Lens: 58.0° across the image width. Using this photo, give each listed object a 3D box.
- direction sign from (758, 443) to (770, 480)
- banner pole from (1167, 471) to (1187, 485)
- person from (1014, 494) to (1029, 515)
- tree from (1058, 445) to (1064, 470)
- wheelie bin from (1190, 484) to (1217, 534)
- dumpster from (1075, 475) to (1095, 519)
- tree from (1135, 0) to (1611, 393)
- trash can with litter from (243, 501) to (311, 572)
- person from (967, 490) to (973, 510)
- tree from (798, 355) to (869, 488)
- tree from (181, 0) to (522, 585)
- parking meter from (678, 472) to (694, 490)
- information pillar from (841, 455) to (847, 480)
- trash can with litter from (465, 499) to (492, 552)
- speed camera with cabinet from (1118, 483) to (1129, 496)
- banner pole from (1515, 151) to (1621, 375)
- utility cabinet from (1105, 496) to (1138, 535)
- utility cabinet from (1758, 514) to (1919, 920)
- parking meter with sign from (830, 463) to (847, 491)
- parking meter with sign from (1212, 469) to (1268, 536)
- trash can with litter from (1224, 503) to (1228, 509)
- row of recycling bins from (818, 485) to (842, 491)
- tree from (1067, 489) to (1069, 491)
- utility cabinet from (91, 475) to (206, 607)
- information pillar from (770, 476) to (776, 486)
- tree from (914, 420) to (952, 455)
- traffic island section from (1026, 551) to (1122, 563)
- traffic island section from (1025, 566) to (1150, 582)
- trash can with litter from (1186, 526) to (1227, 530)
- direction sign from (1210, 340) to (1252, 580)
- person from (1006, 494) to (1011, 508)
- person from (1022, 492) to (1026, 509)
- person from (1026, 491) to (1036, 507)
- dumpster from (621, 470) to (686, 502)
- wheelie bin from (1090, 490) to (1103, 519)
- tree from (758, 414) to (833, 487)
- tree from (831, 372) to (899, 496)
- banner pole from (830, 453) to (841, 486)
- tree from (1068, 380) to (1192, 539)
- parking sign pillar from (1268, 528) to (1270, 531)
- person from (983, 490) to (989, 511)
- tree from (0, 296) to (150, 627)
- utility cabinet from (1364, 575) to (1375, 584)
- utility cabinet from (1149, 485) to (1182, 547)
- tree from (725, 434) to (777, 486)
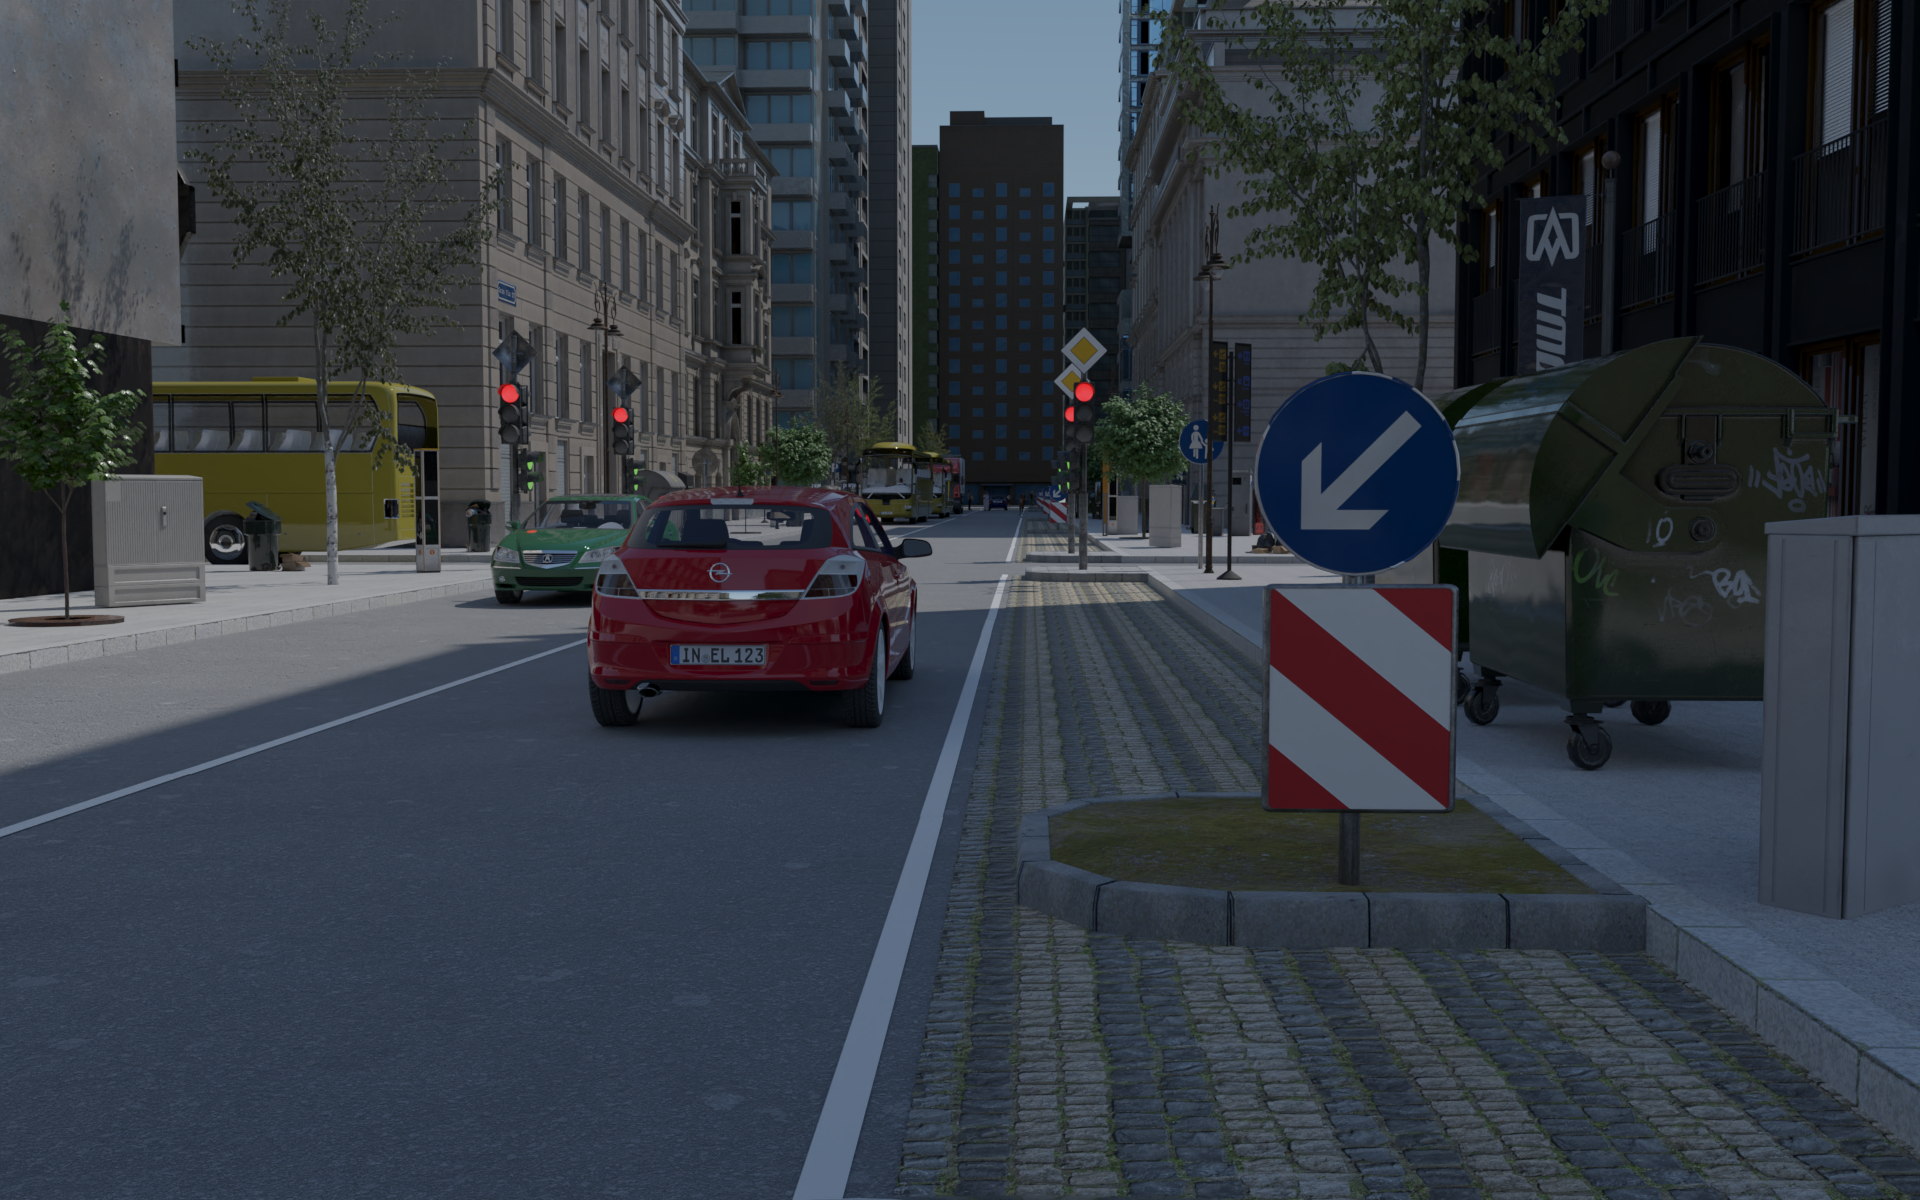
[{"bbox_3d":[-8.710,-5.209,77.158,0.379,3.537,0.876,-3,5,-42],"label":"direction sign"},{"bbox_3d":[7.428,-4.268,59.801,0.863,3.779,0.401,1,4,9],"label":"banner pole"},{"bbox_3d":[4.172,-6.481,117.729,1.065,1.426,0.557,1,4,18],"label":"person"},{"bbox_3d":[6.821,-6.834,95.445,4.285,4.588,4.351,0,3,0],"label":"tree"},{"bbox_3d":[7.870,-2.943,56.026,0.980,1.594,0.693,3,4,38],"label":"wheelie bin"},{"bbox_3d":[6.632,-5.377,90.411,1.502,2.255,1.985,0,4,2],"label":"dumpster"},{"bbox_3d":[4.151,-4.055,16.661,4.737,8.622,4.395,0,3,0],"label":"tree"},{"bbox_3d":[-11.385,-1.072,28.910,1.055,1.170,0.624,0,4,4],"label":"trash can with litter"},{"bbox_3d":[0.902,-9.048,156.437,0.705,1.823,1.348,1,4,17],"label":"person"},{"bbox_3d":[-6.841,-8.675,92.193,4.360,8.622,3.978,0,3,0],"label":"tree"},{"bbox_3d":[-8.638,-4.518,24.237,4.360,8.622,3.978,0,3,0],"label":"tree"},{"bbox_3d":[-7.106,-2.401,44.975,0.399,1.863,0.255,3,4,37],"label":"parking meter"},{"bbox_3d":[-6.869,-6.807,102.641,0.504,3.616,0.183,1,4,11],"label":"information pillar"},{"bbox_3d":[-10.752,-1.649,38.347,0.624,1.170,1.055,-2,4,-31],"label":"trash can with litter"},{"bbox_3d":[7.202,-5.199,79.334,0.660,3.252,2.038,1,4,21],"label":"speed camera with cabinet"},{"bbox_3d":[4.538,-1.396,12.837,0.863,3.779,0.401,1,4,21],"label":"banner pole"},{"bbox_3d":[5.099,-2.660,54.655,1.020,1.237,0.306,0,4,1],"label":"utility cabinet"},{"bbox_3d":[2.986,0.341,5.583,1.020,1.237,0.306,-2,4,-35],"label":"utility cabinet"},{"bbox_3d":[-6.556,-6.094,95.906,0.543,3.016,1.738,-2,4,-32],"label":"parking meter with sign"},{"bbox_3d":[8.526,-3.456,52.771,1.738,3.016,0.543,1,4,19],"label":"parking meter with sign"},{"bbox_3d":[9.107,-2.768,56.643,0.624,1.170,1.055,2,4,32],"label":"trash can with litter"},{"bbox_3d":[-6.065,-4.535,81.258,1.069,1.692,3.534,0,4,3],"label":"row of recycling bins"},{"bbox_3d":[9.067,-8.712,137.039,1.663,3.219,1.824,0,3,0],"label":"tree"},{"bbox_3d":[-9.302,-0.686,19.895,0.318,1.500,1.173,2,4,35],"label":"utility cabinet"},{"bbox_3d":[-7.125,-3.781,66.319,0.304,2.012,0.304,0,4,-8],"label":"information pillar"},{"bbox_3d":[-2.606,-13.562,172.103,4.737,8.622,4.395,0,3,0],"label":"tree"},{"bbox_3d":[2.424,-0.921,37.347,2.009,0.180,2.903,0,4,2],"label":"traffic island section"},{"bbox_3d":[2.108,-0.433,29.368,2.009,0.180,2.903,0,4,2],"label":"traffic island section"},{"bbox_3d":[8.710,-3.149,62.547,1.678,1.210,2.233,0,4,1],"label":"trash can with litter"},{"bbox_3d":[4.039,-2.072,25.879,0.876,3.537,0.379,-3,5,-40],"label":"direction sign"},{"bbox_3d":[4.985,-10.129,177.292,0.799,1.438,0.628,1,4,22],"label":"person"},{"bbox_3d":[6.158,-9.541,165.966,0.415,1.643,0.593,0,4,2],"label":"person"},{"bbox_3d":[7.437,-10.499,180.682,1.217,1.766,0.721,-2,4,-32],"label":"person"},{"bbox_3d":[-7.461,-2.226,42.147,1.264,1.857,1.865,0,4,2],"label":"dumpster"},{"bbox_3d":[7.071,-4.943,88.724,0.693,1.594,0.980,2,4,30],"label":"wheelie bin"},{"bbox_3d":[-6.756,-5.377,71.629,4.285,4.588,4.351,0,3,0],"label":"tree"},{"bbox_3d":[-5.858,-9.480,105.362,4.737,8.622,4.395,0,3,0],"label":"tree"},{"bbox_3d":[-7.091,-6.593,97.808,0.863,3.779,0.401,0,4,0],"label":"banner pole"},{"bbox_3d":[5.312,-4.056,50.029,4.285,4.588,4.351,0,3,0],"label":"tree"},{"bbox_3d":[11.083,-4.362,59.787,1.447,3.967,1.447,0,4,5],"label":"parking sign pillar"},{"bbox_3d":[2.174,-8.328,145.329,0.551,1.740,0.621,-1,4,-13],"label":"person"},{"bbox_3d":[-8.755,-1.371,17.011,1.663,3.219,1.824,0,3,0],"label":"tree"},{"bbox_3d":[5.434,-0.814,21.983,1.173,1.500,0.318,-3,4,-38],"label":"utility cabinet"},{"bbox_3d":[4.936,-2.013,41.585,0.318,1.500,1.173,-1,4,-19],"label":"utility cabinet"},{"bbox_3d":[-6.964,-3.758,56.046,1.663,3.219,1.824,0,3,0],"label":"tree"}]
